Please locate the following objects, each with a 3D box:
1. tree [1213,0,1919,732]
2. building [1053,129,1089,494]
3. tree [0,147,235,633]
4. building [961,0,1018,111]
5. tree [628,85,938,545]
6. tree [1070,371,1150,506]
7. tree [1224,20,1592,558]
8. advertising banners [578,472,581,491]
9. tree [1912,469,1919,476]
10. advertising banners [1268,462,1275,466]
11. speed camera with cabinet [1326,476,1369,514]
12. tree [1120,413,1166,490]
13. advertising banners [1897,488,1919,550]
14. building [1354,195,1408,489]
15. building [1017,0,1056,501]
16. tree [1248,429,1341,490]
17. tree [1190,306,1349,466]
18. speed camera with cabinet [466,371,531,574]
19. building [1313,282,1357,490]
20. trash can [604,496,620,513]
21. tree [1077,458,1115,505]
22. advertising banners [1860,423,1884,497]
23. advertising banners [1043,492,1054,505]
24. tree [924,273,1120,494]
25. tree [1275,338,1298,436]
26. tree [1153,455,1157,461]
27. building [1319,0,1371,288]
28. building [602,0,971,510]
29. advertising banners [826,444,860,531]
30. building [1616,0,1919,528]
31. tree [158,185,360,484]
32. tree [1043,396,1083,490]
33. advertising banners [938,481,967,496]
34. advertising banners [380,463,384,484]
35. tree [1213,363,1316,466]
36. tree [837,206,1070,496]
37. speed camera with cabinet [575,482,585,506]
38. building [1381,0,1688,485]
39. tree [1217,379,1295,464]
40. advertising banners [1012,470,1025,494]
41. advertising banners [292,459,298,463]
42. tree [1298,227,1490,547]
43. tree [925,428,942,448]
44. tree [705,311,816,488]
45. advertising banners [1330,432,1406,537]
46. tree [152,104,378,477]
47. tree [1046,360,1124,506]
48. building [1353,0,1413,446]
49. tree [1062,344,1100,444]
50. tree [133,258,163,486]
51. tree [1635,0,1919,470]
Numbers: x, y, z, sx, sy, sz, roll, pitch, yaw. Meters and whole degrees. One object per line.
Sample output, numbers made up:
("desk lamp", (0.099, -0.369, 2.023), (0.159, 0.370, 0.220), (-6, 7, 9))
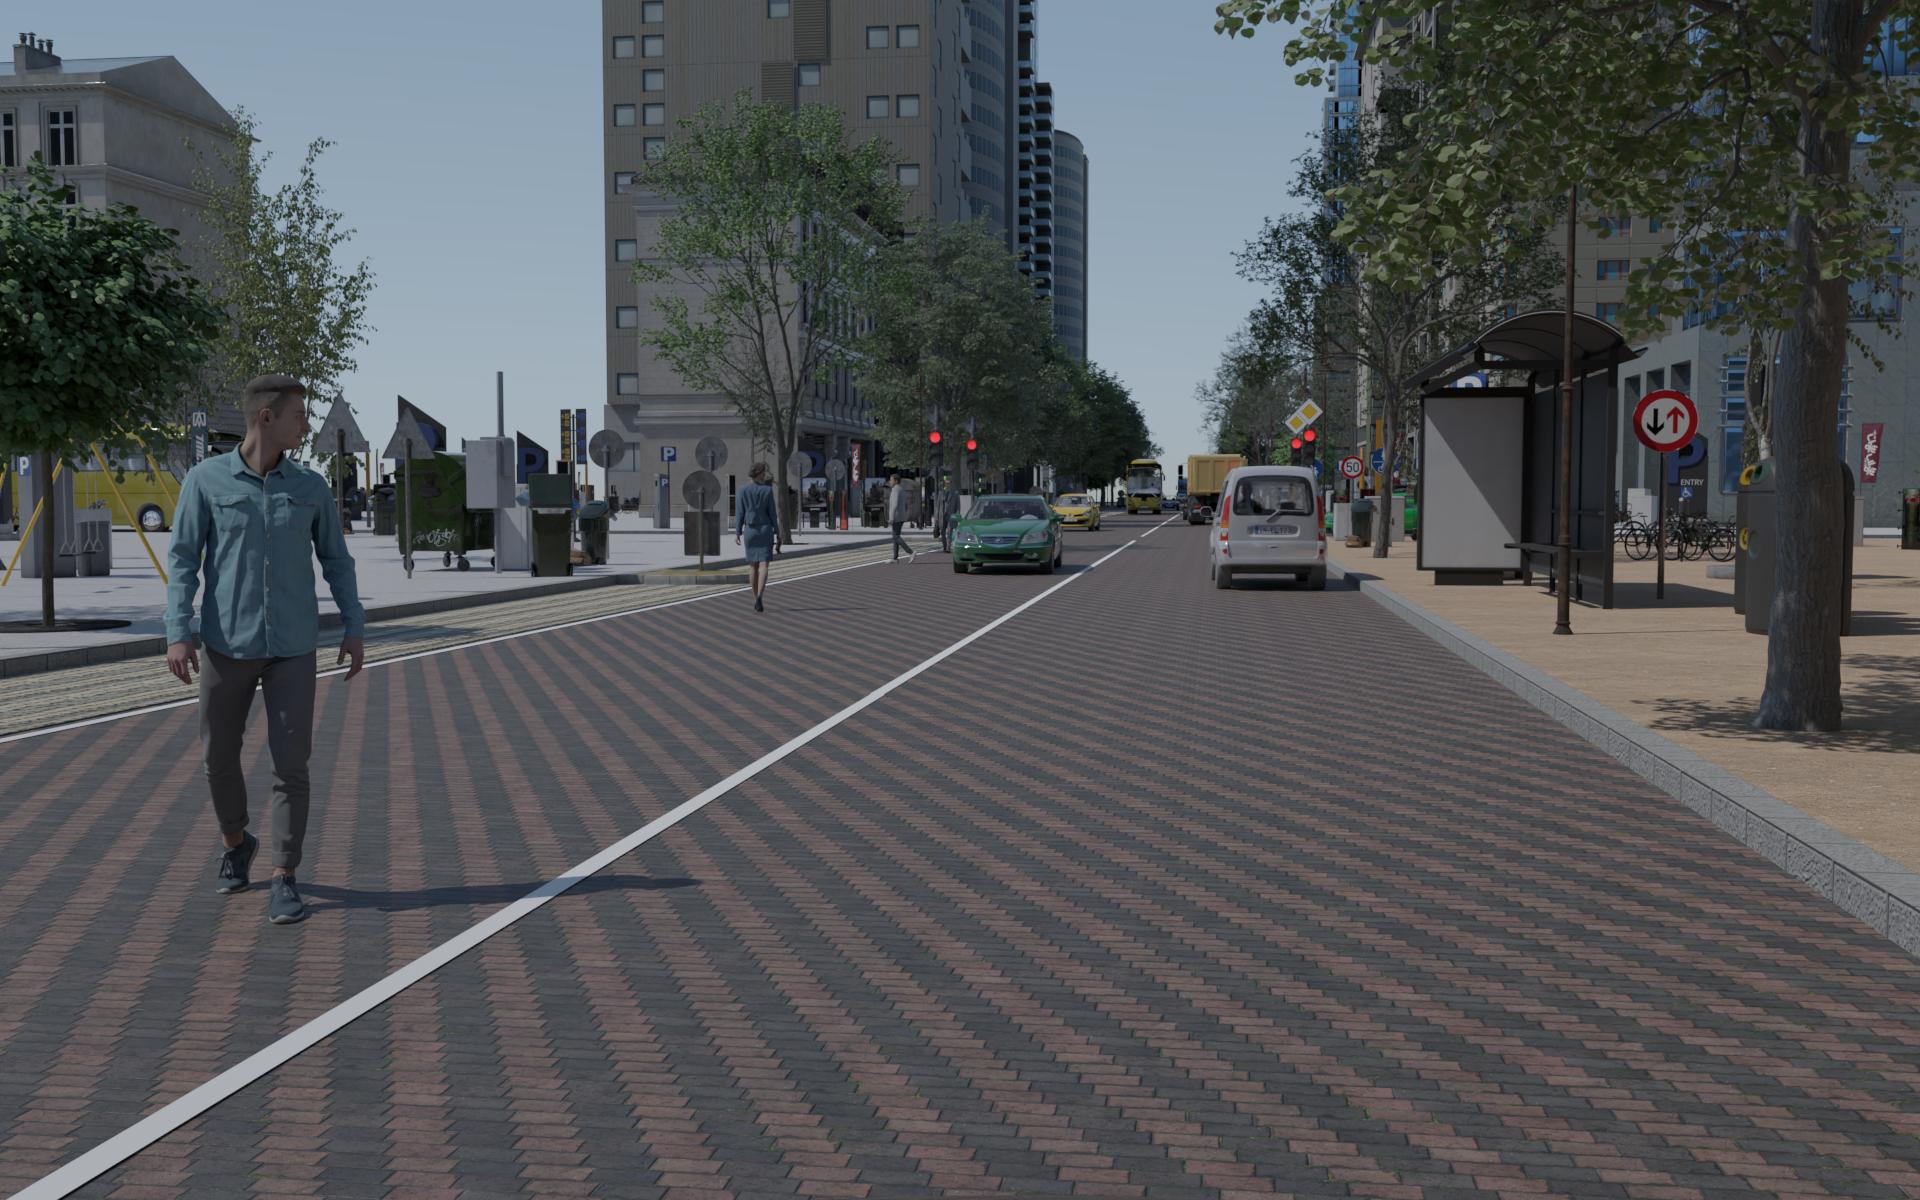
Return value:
("tree", (5.040, -5.575, 9.271), (7.486, 12.596, 7.792), (0, 3, 0))
("building", (8.896, -44.890, 275.951), (21.231, 58.520, 28.212), (1, 4, 8))
("tree", (-8.714, -2.002, 16.450), (4.285, 4.588, 4.351), (0, 3, 0))
("building", (-6.085, -38.928, 178.467), (21.231, 58.520, 28.212), (1, 4, 8))
("tree", (-4.418, -7.209, 43.616), (9.928, 11.665, 9.643), (0, 3, 0))
("tree", (14.683, -16.644, 178.782), (9.857, 13.997, 8.962), (0, 3, 0))
("tree", (8.719, -6.106, 34.240), (7.601, 10.594, 8.767), (2, 4, 32))
("advertising banners", (-29.821, -8.454, 134.414), (0.090, 3.025, 2.074), (1, 4, 10))
("tree", (35.976, -4.202, 63.303), (1.663, 3.219, 1.824), (0, 3, 0))
("advertising banners", (17.750, -6.024, 94.674), (2.074, 3.025, 0.090), (-1, 4, -18))
("speed camera with cabinet", (19.418, -5.654, 86.778), (2.038, 3.252, 0.660), (0, 4, 4))
("tree", (22.682, -19.212, 231.118), (9.611, 12.733, 9.660), (0, 3, 0))
("advertising banners", (22.334, -2.628, 39.152), (0.090, 3.025, 2.074), (-3, 5, -39))
("building", (44.638, -23.746, 159.945), (14.160, 30.474, 14.107), (1, 4, 8))
("building", (3.068, -57.084, 245.999), (22.319, 86.520, 31.000), (1, 4, 8))
("tree", (16.043, -5.911, 80.361), (4.285, 4.588, 4.351), (0, 3, 0))
("tree", (19.921, -12.361, 112.469), (12.009, 13.543, 11.850), (0, 3, 0))
("speed camera with cabinet", (-7.467, -2.103, 28.714), (0.660, 3.252, 2.038), (1, 4, 11))
("building", (57.975, -29.273, 250.308), (14.160, 30.474, 14.107), (1, 4, 8))
("trash can", (-20.655, -5.523, 101.962), (0.748, 1.137, 0.748), (0, 3, 0))
("tree", (12.227, -10.550, 156.199), (4.285, 4.588, 4.351), (0, 3, 0))
("advertising banners", (22.006, -2.883, 43.327), (0.090, 3.025, 2.074), (-3, 4, -36))
("advertising banners", (5.954, -7.717, 122.354), (0.090, 3.025, 2.074), (3, 5, 42))
("tree", (2.106, -10.534, 89.239), (9.611, 12.733, 9.660), (0, 3, 0))
("tree", (14.663, -7.368, 70.830), (4.360, 8.622, 3.978), (0, 3, 0))
("tree", (30.439, -20.337, 282.869), (4.737, 8.622, 4.395), (0, 3, 0))
("building", (65.237, -58.570, 270.290), (22.319, 86.520, 31.000), (1, 4, 8))
("building", (-13.777, -34.383, 151.404), (28.713, 52.752, 27.495), (1, 4, 8))
("advertising banners", (-4.107, -3.968, 61.069), (0.090, 3.025, 2.074), (-3, 4, -38))
("building", (45.136, -46.483, 72.664), (31.000, 86.520, 22.319), (1, 4, 8))
("tree", (-16.119, -5.555, 41.191), (4.360, 8.622, 3.978), (0, 3, 0))
("tree", (7.197, -10.761, 126.307), (4.360, 8.622, 3.978), (0, 3, 0))
("advertising banners", (-0.577, -6.331, 99.707), (2.074, 3.025, 0.090), (-1, 4, -16))
("advertising banners", (-31.714, -6.115, 96.165), (0.090, 3.025, 2.074), (-3, 5, -44))
("tree", (22.120, -12.218, 125.518), (9.928, 11.665, 9.643), (0, 3, 0))
("tree", (-0.289, -10.355, 75.958), (9.857, 13.997, 8.962), (0, 3, 0))
("speed camera with cabinet", (-28.306, -8.169, 127.901), (0.660, 3.252, 2.038), (-3, 5, -40))
("building", (46.138, -42.980, 140.974), (20.563, 71.187, 20.611), (1, 4, 8))
("tree", (28.459, -15.143, 164.601), (9.611, 12.733, 9.660), (0, 3, 0))
("advertising banners", (3.498, -6.271, 98.725), (2.074, 3.025, 0.090), (-2, 4, -24))
("advertising banners", (-33.172, -5.429, 84.954), (2.074, 3.025, 0.090), (2, 4, 27))
("tree", (10.665, -5.595, 41.835), (4.360, 8.622, 3.978), (0, 3, 0))
("tree", (-0.536, -10.494, 121.941), (4.737, 8.622, 4.395), (0, 3, 0))
("tree", (-7.867, -7.218, 68.370), (4.360, 8.622, 3.978), (0, 3, 0))
("advertising banners", (11.592, -3.245, 49.247), (2.074, 3.025, 0.090), (1, 4, 10))
("tree", (-13.054, -5.058, 33.058), (4.737, 8.622, 4.395), (0, 3, 0))
("tree", (11.024, -13.963, 146.420), (7.486, 12.596, 7.792), (0, 3, 0))
("building", (56.115, -36.093, 179.361), (28.713, 52.752, 27.495), (1, 4, 8))
("tree", (5.309, -11.608, 115.552), (9.928, 11.665, 9.643), (0, 3, 0))
("tree", (-22.555, -6.122, 50.462), (4.360, 8.622, 3.978), (0, 3, 0))
("tree", (10.996, -4.443, 23.005), (4.360, 8.622, 3.978), (0, 3, 0))
